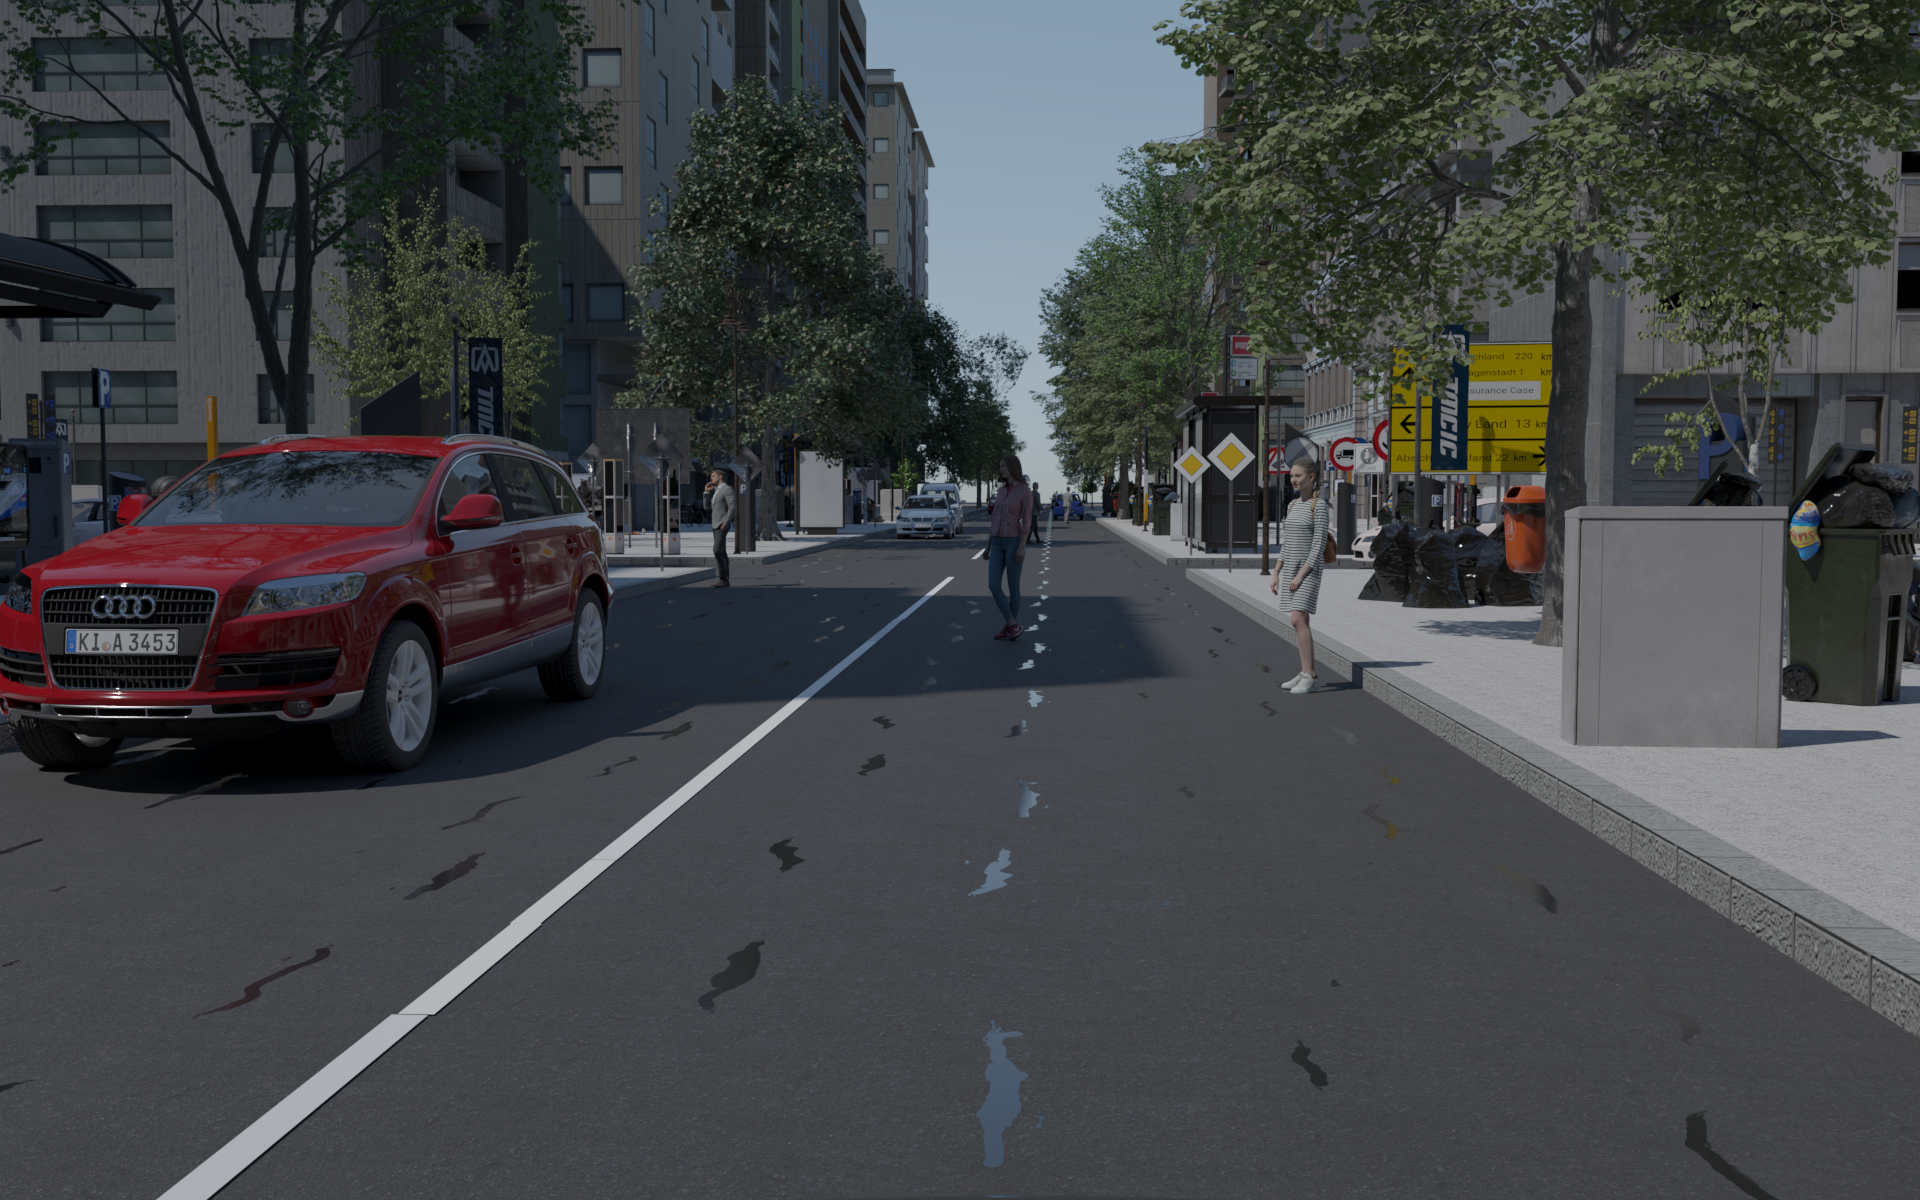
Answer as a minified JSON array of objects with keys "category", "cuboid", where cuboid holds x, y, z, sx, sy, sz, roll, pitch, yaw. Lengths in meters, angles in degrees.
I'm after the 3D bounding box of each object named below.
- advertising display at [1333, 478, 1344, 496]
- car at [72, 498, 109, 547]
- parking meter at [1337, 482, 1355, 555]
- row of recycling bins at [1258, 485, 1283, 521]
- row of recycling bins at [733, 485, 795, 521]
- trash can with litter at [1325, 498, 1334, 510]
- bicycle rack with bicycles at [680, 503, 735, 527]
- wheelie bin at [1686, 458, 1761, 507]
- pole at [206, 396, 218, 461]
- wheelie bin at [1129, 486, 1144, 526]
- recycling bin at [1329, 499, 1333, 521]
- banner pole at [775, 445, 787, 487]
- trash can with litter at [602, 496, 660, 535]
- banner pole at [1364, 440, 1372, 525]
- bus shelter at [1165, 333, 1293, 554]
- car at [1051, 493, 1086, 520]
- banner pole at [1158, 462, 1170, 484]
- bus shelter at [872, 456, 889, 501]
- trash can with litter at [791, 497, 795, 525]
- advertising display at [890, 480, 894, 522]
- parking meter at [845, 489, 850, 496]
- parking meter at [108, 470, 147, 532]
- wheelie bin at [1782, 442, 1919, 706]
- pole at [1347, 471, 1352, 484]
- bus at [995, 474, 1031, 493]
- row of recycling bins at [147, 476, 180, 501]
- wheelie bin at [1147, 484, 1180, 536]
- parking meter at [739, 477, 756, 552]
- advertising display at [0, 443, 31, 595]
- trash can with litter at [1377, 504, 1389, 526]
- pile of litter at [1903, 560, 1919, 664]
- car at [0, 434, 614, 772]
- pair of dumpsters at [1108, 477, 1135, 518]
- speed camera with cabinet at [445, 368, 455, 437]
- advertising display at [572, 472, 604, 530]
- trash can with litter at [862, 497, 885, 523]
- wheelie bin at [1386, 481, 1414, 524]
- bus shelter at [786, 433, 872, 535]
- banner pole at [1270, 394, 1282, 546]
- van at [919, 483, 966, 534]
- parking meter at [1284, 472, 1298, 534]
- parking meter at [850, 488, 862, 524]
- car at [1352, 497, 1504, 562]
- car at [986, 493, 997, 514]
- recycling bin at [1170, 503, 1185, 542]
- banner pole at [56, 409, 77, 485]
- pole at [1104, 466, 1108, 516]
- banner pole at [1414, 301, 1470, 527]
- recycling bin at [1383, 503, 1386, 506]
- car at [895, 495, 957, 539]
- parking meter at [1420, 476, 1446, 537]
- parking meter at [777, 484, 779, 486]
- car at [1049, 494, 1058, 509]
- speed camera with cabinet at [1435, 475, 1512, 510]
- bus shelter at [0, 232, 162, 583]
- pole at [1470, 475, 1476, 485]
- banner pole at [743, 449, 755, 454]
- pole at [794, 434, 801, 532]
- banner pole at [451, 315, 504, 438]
[{"category":"advertising display","cuboid":[17.588,-4.588,80.228,0.123,1.923,0.974,3,5,44]},{"category":"car","cuboid":[-16.774,-1.298,33.588,4.827,1.381,2.083,0,4,4]},{"category":"parking meter","cuboid":[8.124,-1.715,36.450,0.372,1.533,0.369,0,3,0]},{"category":"row of recycling bins","cuboid":[14.446,-4.567,81.775,3.534,1.692,1.069,2,4,28]},{"category":"row of recycling bins","cuboid":[-9.135,-4.587,82.109,3.534,1.692,1.069,-2,4,-27]},{"category":"trash can with litter","cuboid":[11.525,-2.697,55.487,0.624,1.170,1.055,2,4,30]},{"category":"bicycle rack with bicycles","cuboid":[-9.614,-3.282,67.050,2.852,0.926,2.925,1,4,9]},{"category":"wheelie bin","cuboid":[6.880,-0.473,15.643,0.693,1.594,0.980,1,4,22]},{"category":"pole","cuboid":[-15.556,-2.584,36.097,0.158,3.312,0.155,0,3,0]},{"category":"wheelie bin","cuboid":[7.394,-3.817,70.318,0.980,1.594,0.693,-1,4,-11]},{"category":"recycling bin","cuboid":[18.012,-4.340,83.510,0.722,1.027,0.722,2,4,28]},{"category":"banner pole","cuboid":[-9.046,-5.942,87.173,0.863,3.779,0.401,1,4,19]},{"category":"trash can with litter","cuboid":[-10.599,-2.665,54.622,1.678,1.210,2.233,-3,5,-44]},{"category":"banner pole","cuboid":[16.876,-4.958,71.085,0.863,3.779,0.401,-2,4,-35]},{"category":"bus shelter","cuboid":[6.268,-3.883,41.113,2.179,5.291,8.768,0,4,3]},{"category":"car","cuboid":[6.065,-5.330,96.744,1.945,1.707,3.694,0,4,3]},{"category":"banner pole","cuboid":[10.984,-6.276,92.625,0.863,3.779,0.401,1,4,16]},{"category":"bus shelter","cuboid":[-4.937,-5.873,89.954,2.014,3.302,5.546,0,4,3]},{"category":"trash can with litter","cuboid":[-6.496,-3.682,71.592,1.055,1.170,0.624,-3,5,-42]},{"category":"advertising display","cuboid":[-3.147,-4.579,80.081,0.123,1.923,0.974,0,4,-5]},{"category":"parking meter","cuboid":[-5.153,-4.329,79.196,0.372,1.533,0.369,0,3,0]},{"category":"parking meter","cuboid":[-8.828,-0.611,18.402,0.372,1.533,0.369,0,3,0]},{"category":"wheelie bin","cuboid":[5.531,-0.174,10.749,0.980,1.594,0.693,-3,5,-43]},{"category":"pole","cuboid":[15.165,-4.501,67.442,0.158,3.312,0.155,0,3,0]},{"category":"bus","cuboid":[4.949,-9.938,157.349,2.948,3.499,13.247,0,4,4]},{"category":"row of recycling bins","cuboid":[-17.834,-2.014,40.044,1.069,1.692,3.534,2,4,35]},{"category":"wheelie bin","cuboid":[6.293,-2.792,53.558,0.980,1.594,0.693,0,4,6]},{"category":"parking meter","cuboid":[-4.757,-2.003,38.455,0.399,1.863,0.255,1,4,20]},{"category":"advertising display","cuboid":[-12.184,-1.027,22.005,0.123,1.923,0.974,0,4,7]},{"category":"trash can with litter","cuboid":[10.166,-1.876,42.066,1.055,1.170,0.624,1,4,16]},{"category":"pile of litter","cuboid":[7.635,0.019,13.660,1.176,0.858,1.719,2,4,32]},{"category":"car","cuboid":[-3.704,-0.124,10.699,2.281,1.827,5.304,0,4,5]},{"category":"pair of dumpsters","cuboid":[8.981,-5.674,95.256,1.574,2.255,4.437,0,4,3]},{"category":"speed camera with cabinet","cuboid":[-7.404,-1.979,26.688,0.660,3.252,2.038,-2,4,-30]},{"category":"advertising display","cuboid":[-10.983,-2.793,50.880,0.974,1.923,0.123,0,4,-4]},{"category":"trash can with litter","cuboid":[-3.899,-4.035,77.352,1.055,1.170,0.624,-3,5,-40]},{"category":"wheelie bin","cuboid":[10.490,-2.008,40.732,0.980,1.594,0.693,-3,5,-41]},{"category":"bus shelter","cuboid":[-4.259,-3.833,56.596,2.014,3.302,5.546,0,4,3]},{"category":"banner pole","cuboid":[8.016,-3.269,43.470,0.401,3.779,0.863,1,4,16]},{"category":"van","cuboid":[-0.763,-3.409,62.742,2.013,2.044,4.112,0,4,2]},{"category":"parking meter","cuboid":[8.094,-2.227,42.117,0.399,1.863,0.255,-1,4,-23]},{"category":"parking meter","cuboid":[-4.352,-3.978,73.449,0.372,1.533,0.369,0,3,0]},{"category":"car","cuboid":[9.871,-1.247,32.744,4.827,1.381,2.083,0,4,4]},{"category":"car","cuboid":[2.934,-7.116,125.379,2.155,1.783,4.494,0,4,1]},{"category":"recycling bin","cuboid":[6.207,-2.112,47.078,0.722,1.027,0.722,3,5,43]},{"category":"banner pole","cuboid":[-26.222,-3.720,50.839,0.863,3.779,0.401,-3,5,-45]},{"category":"pole","cuboid":[8.526,-6.563,101.146,0.158,3.312,0.155,0,3,0]},{"category":"banner pole","cuboid":[6.202,-1.990,22.551,0.863,3.779,0.401,1,4,16]},{"category":"recycling bin","cuboid":[12.631,-2.270,49.667,0.722,1.027,0.722,-2,4,-27]},{"category":"car","cuboid":[-1.080,-2.716,56.413,2.014,1.417,4.499,0,4,2]},{"category":"parking meter","cuboid":[6.737,-1.000,24.753,0.372,1.533,0.369,0,3,0]},{"category":"parking meter","cuboid":[-9.825,-5.351,93.198,0.399,1.863,0.255,0,4,-1]},{"category":"car","cuboid":[9.706,-9.506,167.223,2.131,1.459,4.920,0,4,1]},{"category":"speed camera with cabinet","cuboid":[11.781,-2.730,38.976,2.038,3.252,0.660,2,4,28]},{"category":"bus shelter","cuboid":[-7.582,-1.063,11.305,2.014,3.302,5.546,0,4,3]},{"category":"pole","cuboid":[15.513,-3.580,52.373,0.158,3.312,0.155,0,3,0]},{"category":"banner pole","cuboid":[-10.785,-6.003,88.174,0.863,3.779,0.401,1,4,15]},{"category":"pole","cuboid":[-5.520,-3.974,58.812,0.158,3.312,0.155,0,3,0]},{"category":"banner pole","cuboid":[-6.816,-2.100,24.346,0.863,3.779,0.401,-1,4,-12]}]
